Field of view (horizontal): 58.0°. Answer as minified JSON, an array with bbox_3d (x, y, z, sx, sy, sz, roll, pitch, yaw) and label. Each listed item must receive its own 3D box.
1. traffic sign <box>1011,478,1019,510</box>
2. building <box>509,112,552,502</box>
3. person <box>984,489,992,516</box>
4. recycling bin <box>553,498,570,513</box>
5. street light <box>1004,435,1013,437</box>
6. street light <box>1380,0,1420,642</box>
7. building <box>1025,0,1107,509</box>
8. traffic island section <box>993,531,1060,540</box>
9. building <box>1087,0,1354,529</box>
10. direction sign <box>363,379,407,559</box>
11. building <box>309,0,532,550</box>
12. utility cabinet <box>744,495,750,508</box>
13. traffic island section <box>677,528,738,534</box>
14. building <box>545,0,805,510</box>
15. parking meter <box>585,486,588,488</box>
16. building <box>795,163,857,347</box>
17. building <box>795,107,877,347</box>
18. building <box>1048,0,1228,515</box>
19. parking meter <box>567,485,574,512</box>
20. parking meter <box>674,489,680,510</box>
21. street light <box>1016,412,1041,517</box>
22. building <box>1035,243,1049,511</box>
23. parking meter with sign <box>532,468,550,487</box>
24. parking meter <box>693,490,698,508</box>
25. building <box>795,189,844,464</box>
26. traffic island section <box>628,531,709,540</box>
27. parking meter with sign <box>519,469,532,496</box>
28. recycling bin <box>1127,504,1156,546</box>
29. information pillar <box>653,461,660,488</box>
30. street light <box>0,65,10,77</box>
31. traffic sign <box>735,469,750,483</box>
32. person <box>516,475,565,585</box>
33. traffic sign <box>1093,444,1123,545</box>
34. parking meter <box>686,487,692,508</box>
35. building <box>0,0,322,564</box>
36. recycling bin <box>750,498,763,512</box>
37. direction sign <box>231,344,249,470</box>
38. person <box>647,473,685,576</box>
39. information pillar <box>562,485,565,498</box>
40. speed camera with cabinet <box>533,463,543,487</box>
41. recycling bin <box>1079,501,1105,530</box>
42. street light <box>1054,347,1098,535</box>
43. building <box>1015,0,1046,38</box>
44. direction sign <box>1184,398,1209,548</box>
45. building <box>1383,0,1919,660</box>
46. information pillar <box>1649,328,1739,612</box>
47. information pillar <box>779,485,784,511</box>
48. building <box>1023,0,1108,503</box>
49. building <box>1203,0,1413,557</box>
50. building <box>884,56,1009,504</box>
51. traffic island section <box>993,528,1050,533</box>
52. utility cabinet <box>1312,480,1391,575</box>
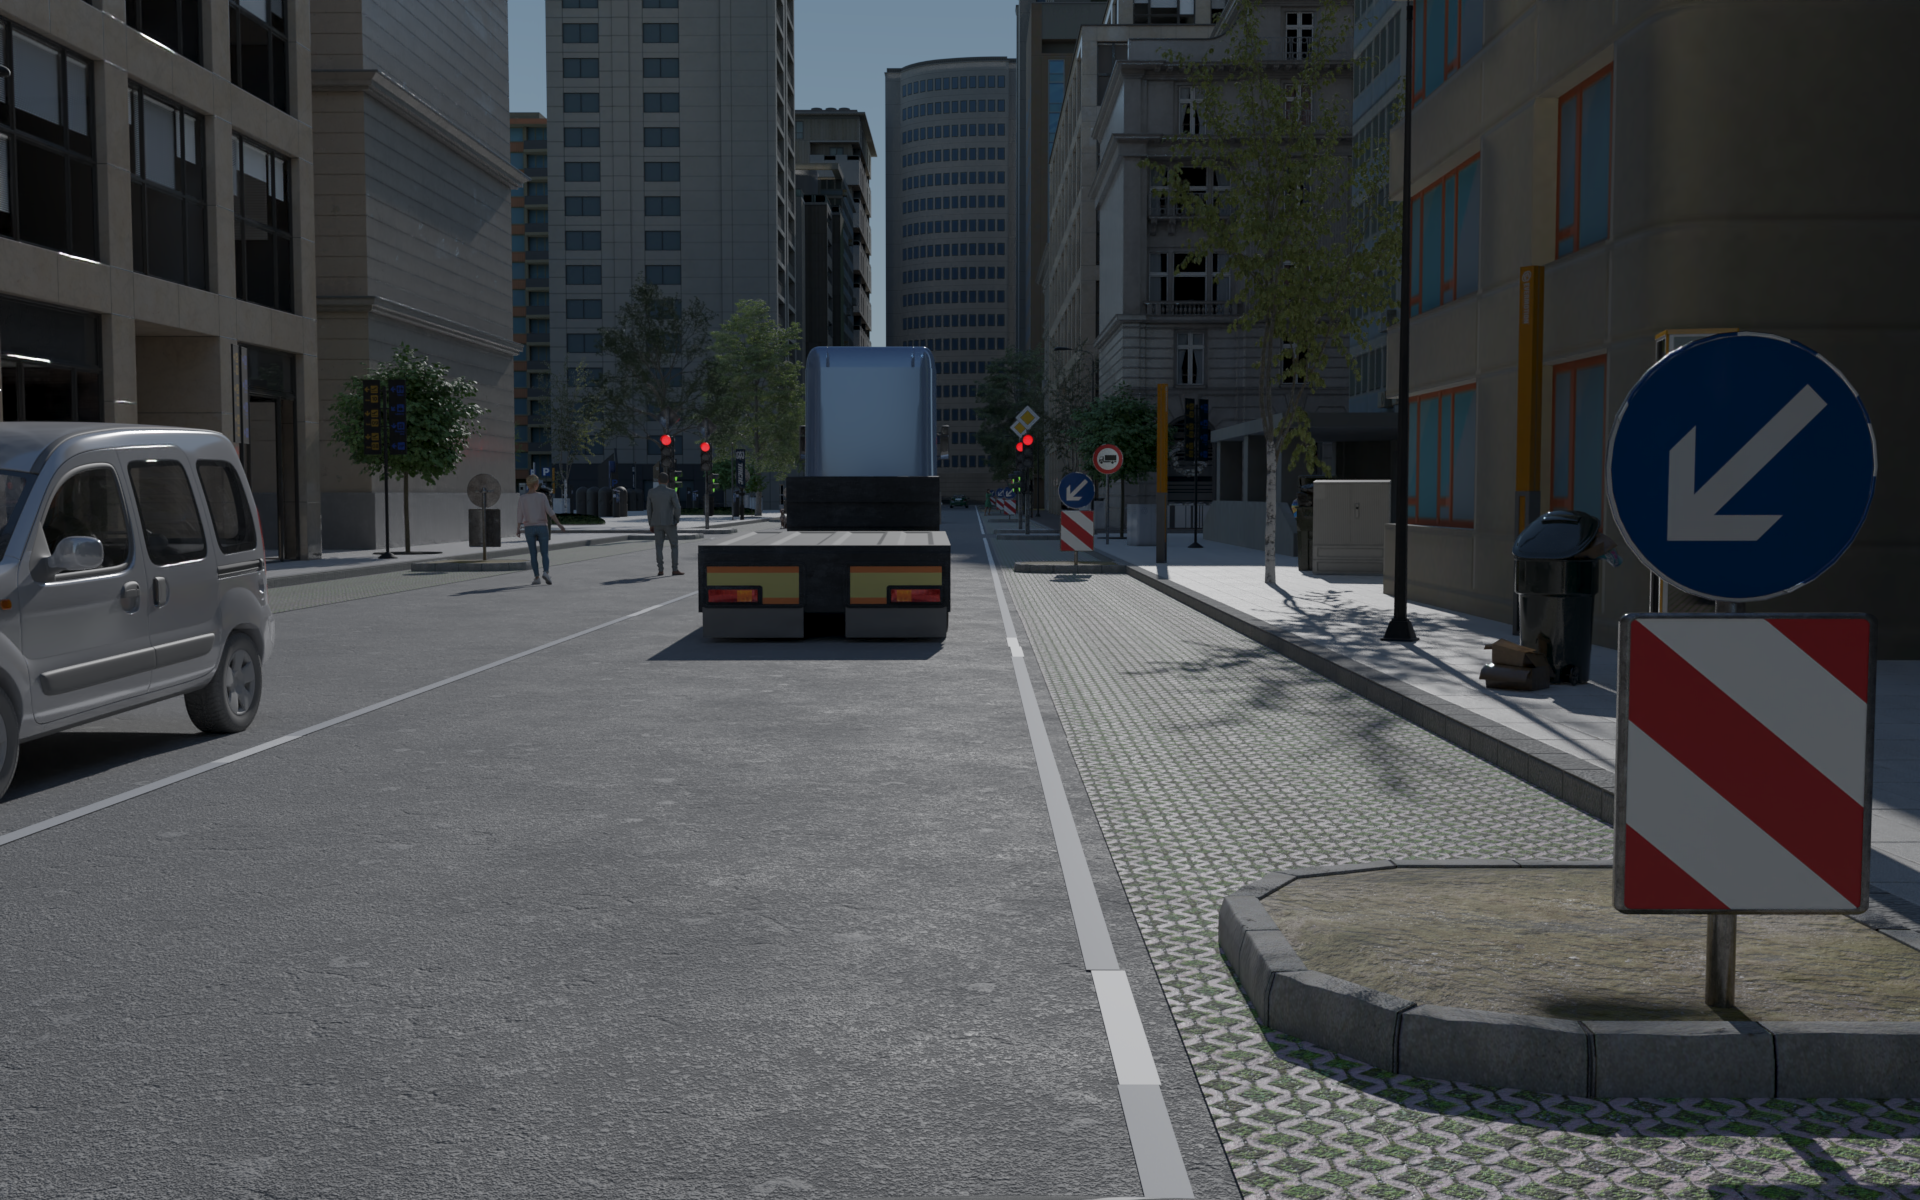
[{"bbox_3d":[4.413,-8.318,136.110,0.768,2.556,0.104,0,4,7],"label":"traffic sign"},{"bbox_3d":[-50.480,-33.452,201.564,28.867,44.769,22.147,0,4,0],"label":"building"},{"bbox_3d":[1.825,-6.398,113.349,0.529,1.795,0.600,0,4,-7],"label":"person"},{"bbox_3d":[-23.465,-5.472,102.020,0.722,1.027,0.722,2,4,24],"label":"recycling bin"},{"bbox_3d":[4.211,-10.063,137.074,1.470,5.913,1.316,0,4,0],"label":"street light"},{"bbox_3d":[3.318,-2.598,15.022,1.470,5.913,1.316,0,4,0],"label":"street light"},{"bbox_3d":[13.055,-30.970,156.471,14.600,45.320,14.200,0,4,0],"label":"building"},{"bbox_3d":[2.160,-2.000,54.982,2.009,0.180,2.903,0,4,0],"label":"traffic island section"},{"bbox_3d":[17.528,-13.889,68.889,24.055,21.916,13.314,0,4,0],"label":"building"},{"bbox_3d":[-11.378,-2.589,34.332,0.876,3.537,0.379,0,4,7],"label":"direction sign"},{"bbox_3d":[-24.512,-15.792,45.587,23.554,28.519,14.401,0,4,0],"label":"building"},{"bbox_3d":[-15.065,-6.813,122.551,0.306,1.237,1.020,0,4,-1],"label":"utility cabinet"},{"bbox_3d":[-9.224,-2.494,63.052,2.009,0.180,2.903,0,4,0],"label":"traffic island section"},{"bbox_3d":[-22.496,-43.359,147.178,20.563,71.187,20.611,0,4,0],"label":"building"},{"bbox_3d":[-28.746,-7.797,133.186,0.255,1.863,0.399,-1,4,-16],"label":"parking meter"},{"bbox_3d":[-24.084,-30.882,196.803,23.993,40.220,32.217,0,4,0],"label":"building"},{"bbox_3d":[-23.551,-39.575,236.292,27.495,52.752,28.713,0,4,0],"label":"building"},{"bbox_3d":[15.432,-17.986,98.580,19.350,26.468,34.151,0,4,0],"label":"building"},{"bbox_3d":[-23.897,-6.150,106.263,0.255,1.863,0.399,1,4,14],"label":"parking meter"},{"bbox_3d":[-14.967,-5.067,91.259,0.372,1.533,0.369,0,3,0],"label":"parking meter"},{"bbox_3d":[3.865,-7.650,97.620,1.470,5.913,1.316,0,4,0],"label":"street light"},{"bbox_3d":[11.671,-17.793,127.079,11.583,22.565,21.152,0,4,0],"label":"building"},{"bbox_3d":[-27.637,-7.245,114.709,0.543,3.016,1.738,-2,4,-29],"label":"parking meter with sign"},{"bbox_3d":[-18.476,-6.885,120.976,0.372,1.533,0.369,0,3,0],"label":"parking meter"},{"bbox_3d":[-18.599,-24.124,166.134,14.160,30.474,14.107,0,4,0],"label":"building"},{"bbox_3d":[-9.281,-2.005,55.068,2.009,0.180,2.903,0,4,0],"label":"traffic island section"},{"bbox_3d":[-30.615,-7.681,121.842,1.738,3.016,0.543,2,4,34],"label":"parking meter with sign"},{"bbox_3d":[4.608,-1.866,43.055,0.722,1.027,0.722,-1,4,-17],"label":"recycling bin"},{"bbox_3d":[-21.305,-7.973,121.705,0.504,3.616,0.183,1,4,15],"label":"information pillar"},{"bbox_3d":[-10.962,-2.833,18.866,1.470,5.913,1.316,0,4,0],"label":"street light"},{"bbox_3d":[-10.752,-5.228,85.583,0.768,2.556,0.104,1,4,8],"label":"traffic sign"},{"bbox_3d":[-6.626,-1.118,27.451,0.731,1.740,0.598,-2,4,-24],"label":"person"},{"bbox_3d":[3.752,-2.684,43.987,0.768,2.556,0.104,0,4,5],"label":"traffic sign"},{"bbox_3d":[-20.931,-7.835,133.805,0.399,1.863,0.255,-1,4,-12],"label":"parking meter"},{"bbox_3d":[-22.272,-12.957,16.362,19.350,26.468,34.151,0,4,0],"label":"building"},{"bbox_3d":[-14.772,-6.914,125.599,0.722,1.027,0.722,-2,4,-26],"label":"recycling bin"},{"bbox_3d":[-11.030,-2.116,26.599,0.379,3.537,0.876,-1,4,-9],"label":"direction sign"},{"bbox_3d":[-5.199,-1.340,30.509,0.635,1.810,0.391,0,4,-1],"label":"person"},{"bbox_3d":[-30.372,-7.857,132.956,0.304,2.012,0.304,0,4,4],"label":"information pillar"},{"bbox_3d":[-26.195,-6.962,108.169,0.660,3.252,2.038,-2,4,-29],"label":"speed camera with cabinet"},{"bbox_3d":[4.745,-3.042,62.288,0.722,1.027,0.722,-2,4,-25],"label":"recycling bin"},{"bbox_3d":[3.654,-5.028,54.752,1.470,5.913,1.316,0,4,0],"label":"street light"},{"bbox_3d":[16.885,-40.123,198.017,21.231,58.520,28.212,0,4,0],"label":"building"},{"bbox_3d":[5.614,-3.008,41.184,0.876,3.537,0.379,-3,5,-44],"label":"direction sign"},{"bbox_3d":[19.174,-9.915,7.148,27.650,21.520,28.899,0,4,0],"label":"building"},{"bbox_3d":[3.323,-0.207,7.877,0.304,2.012,0.304,1,4,13],"label":"information pillar"},{"bbox_3d":[-13.834,-7.938,134.273,0.304,2.012,0.304,-1,4,-21],"label":"information pillar"},{"bbox_3d":[16.929,-44.951,173.202,20.563,71.187,20.611,0,4,0],"label":"building"},{"bbox_3d":[22.959,-21.349,40.932,32.217,40.220,23.993,0,4,0],"label":"building"},{"bbox_3d":[4.270,-42.175,231.563,28.212,58.520,21.231,0,4,0],"label":"building"},{"bbox_3d":[2.217,-2.488,62.967,2.009,0.180,2.903,0,4,0],"label":"traffic island section"},{"bbox_3d":[6.200,-1.146,27.424,1.173,1.500,0.318,1,4,19],"label":"utility cabinet"}]
